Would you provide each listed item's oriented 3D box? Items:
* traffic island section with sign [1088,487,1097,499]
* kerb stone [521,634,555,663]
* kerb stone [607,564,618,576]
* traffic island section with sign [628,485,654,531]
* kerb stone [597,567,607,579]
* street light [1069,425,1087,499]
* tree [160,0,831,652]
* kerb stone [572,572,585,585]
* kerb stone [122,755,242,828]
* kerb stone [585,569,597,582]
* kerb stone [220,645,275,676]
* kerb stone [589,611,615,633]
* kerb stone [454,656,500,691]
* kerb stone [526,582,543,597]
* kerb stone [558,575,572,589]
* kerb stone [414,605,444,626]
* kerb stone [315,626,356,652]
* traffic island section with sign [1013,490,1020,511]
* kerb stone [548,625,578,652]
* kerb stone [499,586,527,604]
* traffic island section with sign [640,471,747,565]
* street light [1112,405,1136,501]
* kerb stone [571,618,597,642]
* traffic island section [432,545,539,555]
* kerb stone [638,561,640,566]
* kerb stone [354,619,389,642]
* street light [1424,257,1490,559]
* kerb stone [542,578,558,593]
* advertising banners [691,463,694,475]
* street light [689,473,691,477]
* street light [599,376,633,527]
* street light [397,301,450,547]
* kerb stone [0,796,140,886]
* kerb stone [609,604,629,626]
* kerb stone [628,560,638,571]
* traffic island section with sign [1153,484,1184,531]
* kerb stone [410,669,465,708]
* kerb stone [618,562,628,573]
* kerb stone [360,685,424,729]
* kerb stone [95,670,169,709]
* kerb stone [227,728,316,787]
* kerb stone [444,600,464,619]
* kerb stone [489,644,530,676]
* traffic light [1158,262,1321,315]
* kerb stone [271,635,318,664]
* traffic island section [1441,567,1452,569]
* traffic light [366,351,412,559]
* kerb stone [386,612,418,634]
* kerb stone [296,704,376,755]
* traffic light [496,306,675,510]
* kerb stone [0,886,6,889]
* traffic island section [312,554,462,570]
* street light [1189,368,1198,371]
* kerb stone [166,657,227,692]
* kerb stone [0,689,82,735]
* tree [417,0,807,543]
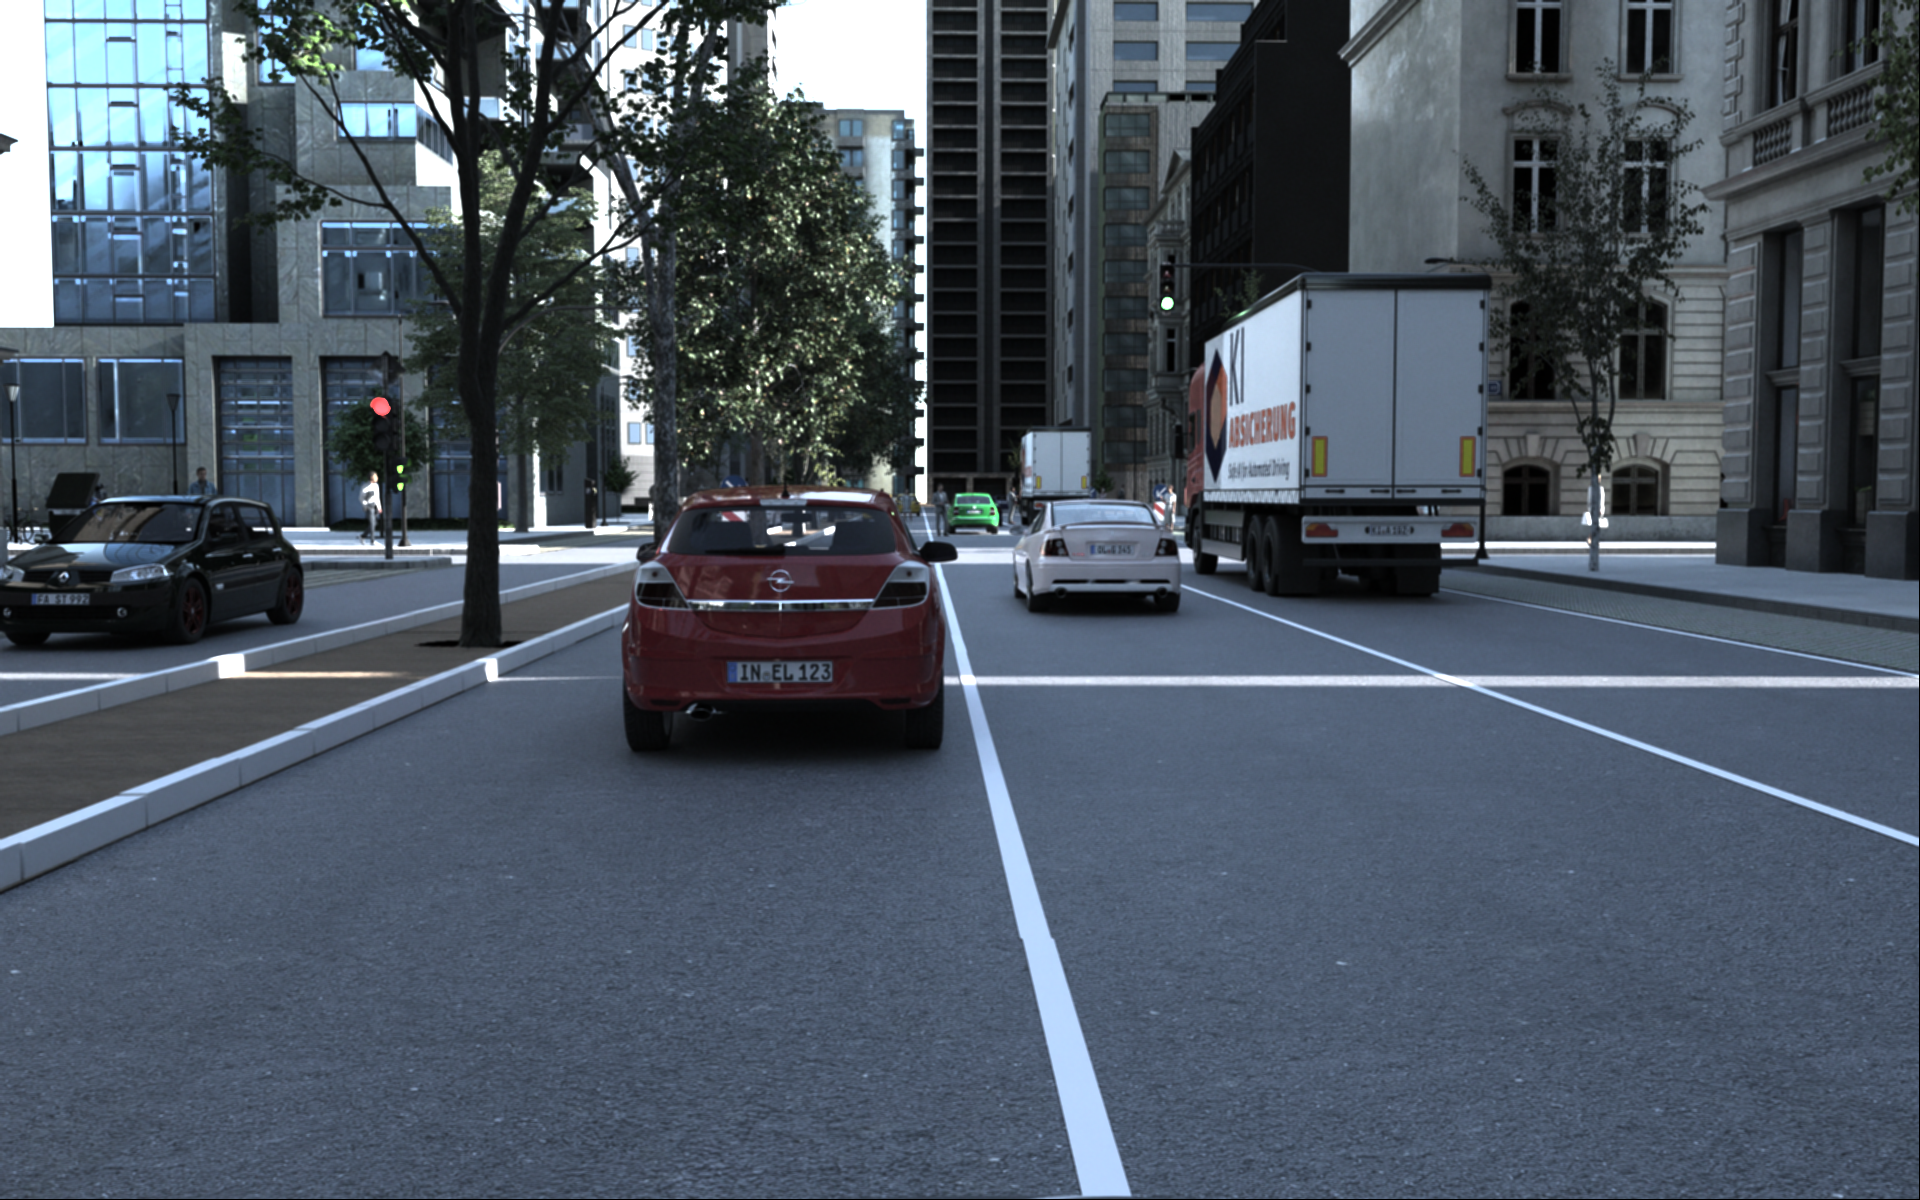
[{"bbox_3d":[6.968,-5.266,94.722,1.989,1.847,2.006,0,4,-1],"label":"traffic island section with sign"},{"bbox_3d":[-3.719,0.436,15.100,0.120,0.150,1.000,0,4,-1],"label":"kerb stone"},{"bbox_3d":[-6.182,-0.499,30.353,0.120,0.150,1.000,0,4,-1],"label":"kerb stone"},{"bbox_3d":[-11.700,-3.564,66.894,1.989,1.847,2.006,0,4,-1],"label":"traffic island section with sign"},{"bbox_3d":[-6.167,-0.436,29.331,0.120,0.150,1.000,0,4,-1],"label":"kerb stone"},{"bbox_3d":[7.981,-8.821,116.761,1.470,5.913,1.316,0,4,-1],"label":"street light"},{"bbox_3d":[-4.378,-5.356,15.778,9.928,11.665,9.643,0,3,0],"label":"tree"},{"bbox_3d":[-6.106,-0.306,27.279,0.120,0.150,1.000,0,4,-1],"label":"kerb stone"},{"bbox_3d":[-3.554,0.873,7.925,0.120,0.150,1.000,0,4,-1],"label":"kerb stone"},{"bbox_3d":[-6.136,-0.369,28.310,0.120,0.150,1.000,0,4,-1],"label":"kerb stone"},{"bbox_3d":[-5.792,0.503,13.966,0.120,0.150,1.000,0,4,-1],"label":"kerb stone"},{"bbox_3d":[-3.796,0.247,18.165,0.120,0.150,1.000,0,4,-1],"label":"kerb stone"},{"bbox_3d":[-3.668,0.560,13.054,0.120,0.150,1.000,0,4,-1],"label":"kerb stone"},{"bbox_3d":[-6.028,-0.123,24.205,0.120,0.150,1.000,0,4,-1],"label":"kerb stone"},{"bbox_3d":[-6.078,-0.248,26.253,0.120,0.150,1.000,0,4,-1],"label":"kerb stone"},{"bbox_3d":[-5.912,0.190,19.086,0.120,0.150,1.000,0,4,-1],"label":"kerb stone"},{"bbox_3d":[-5.834,0.378,16.010,0.120,0.150,1.000,0,4,-1],"label":"kerb stone"},{"bbox_3d":[5.168,-9.943,171.191,1.989,1.847,2.006,0,4,-1],"label":"traffic island section with sign"},{"bbox_3d":[-3.737,0.371,16.122,0.120,0.150,1.000,0,4,-1],"label":"kerb stone"},{"bbox_3d":[-6.002,-0.057,23.176,0.120,0.150,1.000,0,4,-1],"label":"kerb stone"},{"bbox_3d":[-5.219,-1.610,34.453,2.006,1.907,1.989,0,4,-1],"label":"traffic island section with sign"},{"bbox_3d":[8.574,-7.192,90.130,1.470,5.913,1.316,0,4,-1],"label":"street light"},{"bbox_3d":[-3.771,0.311,17.143,0.120,0.150,1.000,0,4,-1],"label":"kerb stone"},{"bbox_3d":[-11.440,-1.210,42.060,2.009,0.180,2.903,0,4,-1],"label":"traffic island section"},{"bbox_3d":[-6.241,-0.684,33.431,0.120,0.150,1.000,0,4,-1],"label":"kerb stone"},{"bbox_3d":[-5.862,0.320,17.039,0.120,0.150,1.000,0,4,-1],"label":"kerb stone"},{"bbox_3d":[9.802,-3.768,34.141,1.470,5.913,1.316,0,4,-1],"label":"street light"},{"bbox_3d":[-6.061,-0.185,25.226,0.120,0.150,1.000,0,4,-1],"label":"kerb stone"},{"bbox_3d":[-14.683,-6.216,97.824,0.090,3.025,2.074,2,4,29],"label":"advertising banners"},{"bbox_3d":[-14.108,-7.426,93.954,1.470,5.913,1.316,0,4,-1],"label":"street light"},{"bbox_3d":[-13.437,-5.831,67.870,1.470,5.913,1.316,0,4,-1],"label":"street light"},{"bbox_3d":[-12.913,-4.235,41.782,1.470,5.913,1.316,0,4,-1],"label":"street light"},{"bbox_3d":[-3.530,0.942,6.904,0.120,0.150,1.000,0,4,-1],"label":"kerb stone"},{"bbox_3d":[-3.810,0.184,19.191,0.120,0.150,1.000,0,4,-1],"label":"kerb stone"},{"bbox_3d":[-6.223,-0.624,32.402,0.120,0.150,1.000,0,4,-1],"label":"kerb stone"},{"bbox_3d":[7.613,-3.592,67.359,1.989,1.847,2.006,0,4,-1],"label":"traffic island section with sign"},{"bbox_3d":[-3.650,0.622,12.033,0.120,0.150,1.000,0,4,-1],"label":"kerb stone"},{"bbox_3d":[-6.203,-0.562,31.376,0.120,0.150,1.000,0,4,-1],"label":"kerb stone"},{"bbox_3d":[-3.625,0.684,11.005,0.120,0.150,1.000,0,4,-1],"label":"kerb stone"},{"bbox_3d":[-5.743,0.628,11.923,0.120,0.150,1.000,0,4,-1],"label":"kerb stone"},{"bbox_3d":[-3.577,0.817,8.947,0.120,0.150,1.000,0,4,-1],"label":"kerb stone"},{"bbox_3d":[-5.938,0.128,20.110,0.120,0.150,1.000,0,4,-1],"label":"kerb stone"},{"bbox_3d":[-3.693,0.498,14.076,0.120,0.150,1.000,0,4,-1],"label":"kerb stone"},{"bbox_3d":[6.255,-3.643,34.229,4.771,5.953,1.251,0,4,-1],"label":"traffic light"},{"bbox_3d":[-5.816,0.441,14.988,0.120,0.150,1.000,0,4,-1],"label":"kerb stone"},{"bbox_3d":[8.384,-0.749,34.534,2.009,0.180,2.903,0,4,-1],"label":"traffic island section"},{"bbox_3d":[-11.212,-2.754,33.944,0.839,4.253,0.868,0,4,-1],"label":"traffic light"},{"bbox_3d":[-5.884,0.258,18.061,0.120,0.150,1.000,0,4,-1],"label":"kerb stone"},{"bbox_3d":[-3.599,0.747,9.978,0.120,0.150,1.000,0,4,-1],"label":"kerb stone"},{"bbox_3d":[-9.311,-4.119,42.011,4.771,5.953,1.251,0,4,-1],"label":"traffic light"},{"bbox_3d":[-3.509,0.998,5.878,0.120,0.150,1.000,0,4,-1],"label":"kerb stone"},{"bbox_3d":[-11.252,-0.722,34.078,2.009,0.180,2.903,0,4,-1],"label":"traffic island section"},{"bbox_3d":[9.155,-5.596,64.044,1.470,5.913,1.316,0,4,-1],"label":"street light"},{"bbox_3d":[-5.761,0.567,12.945,0.120,0.150,1.000,0,4,-1],"label":"kerb stone"},{"bbox_3d":[-5.721,0.691,10.901,0.120,0.150,1.000,0,4,-1],"label":"kerb stone"},{"bbox_3d":[-6.017,-10.403,28.433,12.611,20.169,13.585,0,3,0],"label":"tree"}]
